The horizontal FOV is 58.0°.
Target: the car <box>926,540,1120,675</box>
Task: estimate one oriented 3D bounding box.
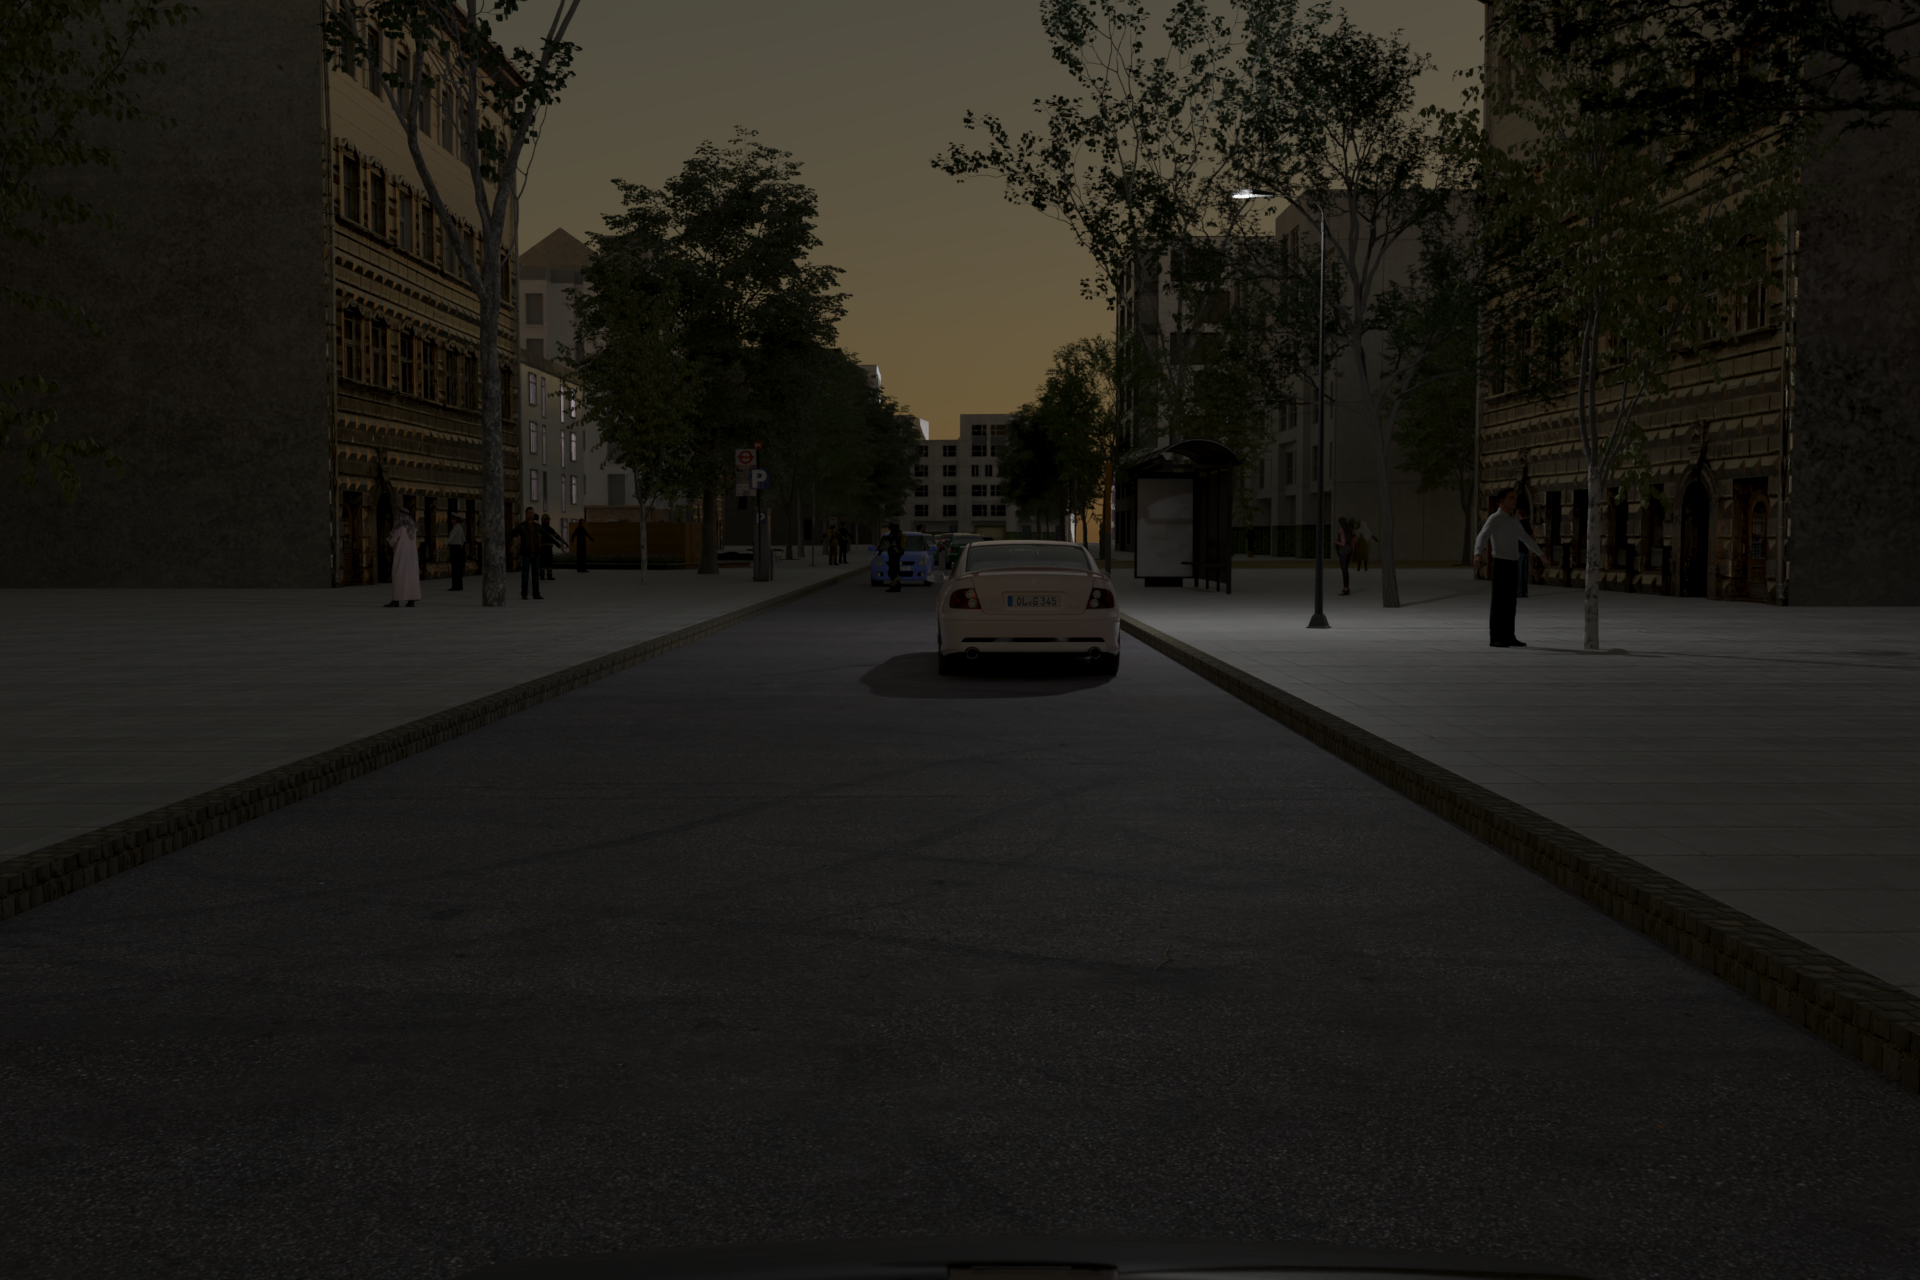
[{"bbox_3d":[0.671,-0.405,18.980,2.083,1.381,4.827,0,4,-1],"label":"car"}]

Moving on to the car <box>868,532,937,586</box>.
[{"bbox_3d":[-1.591,-2.381,48.524,1.945,1.707,3.694,0,4,0],"label":"car"}]

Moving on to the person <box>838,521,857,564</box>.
[{"bbox_3d":[-5.053,-4.222,74.967,1.347,1.837,0.705,2,4,31],"label":"person"}]

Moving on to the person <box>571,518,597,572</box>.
[{"bbox_3d":[-12.646,-3.169,57.986,1.348,1.807,0.705,3,5,40],"label":"person"}]

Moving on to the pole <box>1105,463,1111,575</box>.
[{"bbox_3d":[4.272,-3.428,49.896,0.158,3.312,0.155,0,3,0],"label":"pole"}]

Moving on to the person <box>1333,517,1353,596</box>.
[{"bbox_3d":[7.988,-1.752,36.165,0.415,1.643,0.593,0,4,-3],"label":"person"}]

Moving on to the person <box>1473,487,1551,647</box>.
[{"bbox_3d":[6.226,-0.828,19.702,1.344,1.810,0.704,-3,4,-37],"label":"person"}]

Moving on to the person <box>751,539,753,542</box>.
[{"bbox_3d":[-9.931,-4.787,84.532,0.705,1.796,1.348,-1,4,-19],"label":"person"}]

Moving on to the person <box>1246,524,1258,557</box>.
[{"bbox_3d":[16.091,-5.480,95.731,0.704,1.812,1.346,3,4,37],"label":"person"}]

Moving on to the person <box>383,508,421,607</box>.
[{"bbox_3d":[-9.780,-1.451,30.438,0.621,1.740,0.551,0,4,7],"label":"person"}]

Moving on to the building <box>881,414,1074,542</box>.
[{"bbox_3d":[1.165,-24.015,261.565,31.486,18.905,16.747,0,4,8],"label":"building"}]

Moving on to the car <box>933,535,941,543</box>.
[{"bbox_3d":[-1.717,-8.835,156.814,2.083,1.381,4.827,0,4,0],"label":"car"}]

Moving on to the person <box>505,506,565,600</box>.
[{"bbox_3d":[-8.406,-1.704,33.924,1.348,1.821,0.705,-3,4,-36],"label":"person"}]

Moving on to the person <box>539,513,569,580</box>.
[{"bbox_3d":[-11.483,-2.589,48.091,0.704,1.858,1.351,3,5,42],"label":"person"}]

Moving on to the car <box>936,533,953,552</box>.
[{"bbox_3d":[-0.836,-8.034,140.389,2.155,1.783,4.494,0,3,0],"label":"car"}]

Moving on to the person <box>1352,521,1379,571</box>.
[{"bbox_3d":[13.932,-3.256,60.004,1.217,1.736,0.721,0,4,-1],"label":"person"}]

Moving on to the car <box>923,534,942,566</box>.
[{"bbox_3d":[-1.886,-4.183,80.196,2.131,1.459,4.920,0,4,0],"label":"car"}]

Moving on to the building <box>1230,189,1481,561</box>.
[{"bbox_3d":[26.025,-14.133,97.526,16.747,18.905,31.486,0,4,0],"label":"building"}]

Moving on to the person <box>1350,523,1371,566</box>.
[{"bbox_3d":[16.116,-3.901,70.582,1.217,1.733,0.721,0,4,2],"label":"person"}]

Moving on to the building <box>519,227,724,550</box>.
[{"bbox_3d":[-28.718,-18.515,133.640,19.493,23.208,18.063,0,4,-1],"label":"building"}]

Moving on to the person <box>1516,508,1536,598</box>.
[{"bbox_3d":[11.290,-1.758,34.960,1.348,1.803,0.705,-3,5,-41],"label":"person"}]

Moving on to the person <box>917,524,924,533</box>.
[{"bbox_3d":[-1.491,-3.549,66.669,0.705,1.806,1.347,0,4,-1],"label":"person"}]

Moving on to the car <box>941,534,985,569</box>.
[{"bbox_3d":[0.290,-3.671,71.824,2.131,1.459,4.920,0,4,-1],"label":"car"}]

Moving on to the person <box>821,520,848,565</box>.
[{"bbox_3d":[-5.190,-3.996,71.104,1.354,1.858,0.705,2,4,31],"label":"person"}]

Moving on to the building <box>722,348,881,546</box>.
[{"bbox_3d":[-23.866,-22.179,206.608,27.936,21.610,32.646,0,4,-1],"label":"building"}]

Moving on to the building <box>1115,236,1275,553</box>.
[{"bbox_3d":[25.832,-17.821,135.354,27.936,21.610,32.646,0,4,0],"label":"building"}]

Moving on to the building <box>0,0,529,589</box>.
[{"bbox_3d":[-24.044,-13.343,49.082,19.493,23.208,18.063,0,4,0],"label":"building"}]

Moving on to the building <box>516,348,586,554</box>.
[{"bbox_3d":[-24.371,-9.157,91.860,9.099,9.664,28.070,0,4,0],"label":"building"}]

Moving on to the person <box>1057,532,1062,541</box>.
[{"bbox_3d":[5.903,-5.601,100.847,0.599,1.433,0.991,0,4,8],"label":"person"}]

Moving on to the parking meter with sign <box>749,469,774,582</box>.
[{"bbox_3d":[-5.342,-3.099,46.935,0.543,3.016,1.738,0,4,0],"label":"parking meter with sign"}]

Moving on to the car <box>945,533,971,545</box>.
[{"bbox_3d":[0.108,-5.303,96.296,1.945,1.707,3.694,0,3,0],"label":"car"}]

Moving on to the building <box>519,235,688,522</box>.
[{"bbox_3d":[-24.517,-15.574,111.052,16.016,20.090,11.380,0,3,0],"label":"building"}]

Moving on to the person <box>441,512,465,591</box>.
[{"bbox_3d":[-11.485,-2.004,39.225,0.721,1.778,1.216,0,4,3],"label":"person"}]

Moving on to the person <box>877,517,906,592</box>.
[{"bbox_3d":[-1.640,-2.109,42.716,0.705,1.856,1.354,2,4,24],"label":"person"}]

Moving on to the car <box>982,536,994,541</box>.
[{"bbox_3d":[1.103,-4.815,91.300,1.945,1.354,3.894,0,4,-1],"label":"car"}]

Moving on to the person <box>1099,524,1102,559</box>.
[{"bbox_3d":[7.446,-5.170,90.658,0.705,1.813,1.348,1,4,13],"label":"person"}]

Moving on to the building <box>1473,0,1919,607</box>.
[{"bbox_3d":[23.737,-12.722,38.941,19.493,23.208,18.063,0,4,0],"label":"building"}]

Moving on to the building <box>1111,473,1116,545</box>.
[{"bbox_3d":[23.294,-15.909,202.260,9.099,9.664,28.070,0,4,0],"label":"building"}]
